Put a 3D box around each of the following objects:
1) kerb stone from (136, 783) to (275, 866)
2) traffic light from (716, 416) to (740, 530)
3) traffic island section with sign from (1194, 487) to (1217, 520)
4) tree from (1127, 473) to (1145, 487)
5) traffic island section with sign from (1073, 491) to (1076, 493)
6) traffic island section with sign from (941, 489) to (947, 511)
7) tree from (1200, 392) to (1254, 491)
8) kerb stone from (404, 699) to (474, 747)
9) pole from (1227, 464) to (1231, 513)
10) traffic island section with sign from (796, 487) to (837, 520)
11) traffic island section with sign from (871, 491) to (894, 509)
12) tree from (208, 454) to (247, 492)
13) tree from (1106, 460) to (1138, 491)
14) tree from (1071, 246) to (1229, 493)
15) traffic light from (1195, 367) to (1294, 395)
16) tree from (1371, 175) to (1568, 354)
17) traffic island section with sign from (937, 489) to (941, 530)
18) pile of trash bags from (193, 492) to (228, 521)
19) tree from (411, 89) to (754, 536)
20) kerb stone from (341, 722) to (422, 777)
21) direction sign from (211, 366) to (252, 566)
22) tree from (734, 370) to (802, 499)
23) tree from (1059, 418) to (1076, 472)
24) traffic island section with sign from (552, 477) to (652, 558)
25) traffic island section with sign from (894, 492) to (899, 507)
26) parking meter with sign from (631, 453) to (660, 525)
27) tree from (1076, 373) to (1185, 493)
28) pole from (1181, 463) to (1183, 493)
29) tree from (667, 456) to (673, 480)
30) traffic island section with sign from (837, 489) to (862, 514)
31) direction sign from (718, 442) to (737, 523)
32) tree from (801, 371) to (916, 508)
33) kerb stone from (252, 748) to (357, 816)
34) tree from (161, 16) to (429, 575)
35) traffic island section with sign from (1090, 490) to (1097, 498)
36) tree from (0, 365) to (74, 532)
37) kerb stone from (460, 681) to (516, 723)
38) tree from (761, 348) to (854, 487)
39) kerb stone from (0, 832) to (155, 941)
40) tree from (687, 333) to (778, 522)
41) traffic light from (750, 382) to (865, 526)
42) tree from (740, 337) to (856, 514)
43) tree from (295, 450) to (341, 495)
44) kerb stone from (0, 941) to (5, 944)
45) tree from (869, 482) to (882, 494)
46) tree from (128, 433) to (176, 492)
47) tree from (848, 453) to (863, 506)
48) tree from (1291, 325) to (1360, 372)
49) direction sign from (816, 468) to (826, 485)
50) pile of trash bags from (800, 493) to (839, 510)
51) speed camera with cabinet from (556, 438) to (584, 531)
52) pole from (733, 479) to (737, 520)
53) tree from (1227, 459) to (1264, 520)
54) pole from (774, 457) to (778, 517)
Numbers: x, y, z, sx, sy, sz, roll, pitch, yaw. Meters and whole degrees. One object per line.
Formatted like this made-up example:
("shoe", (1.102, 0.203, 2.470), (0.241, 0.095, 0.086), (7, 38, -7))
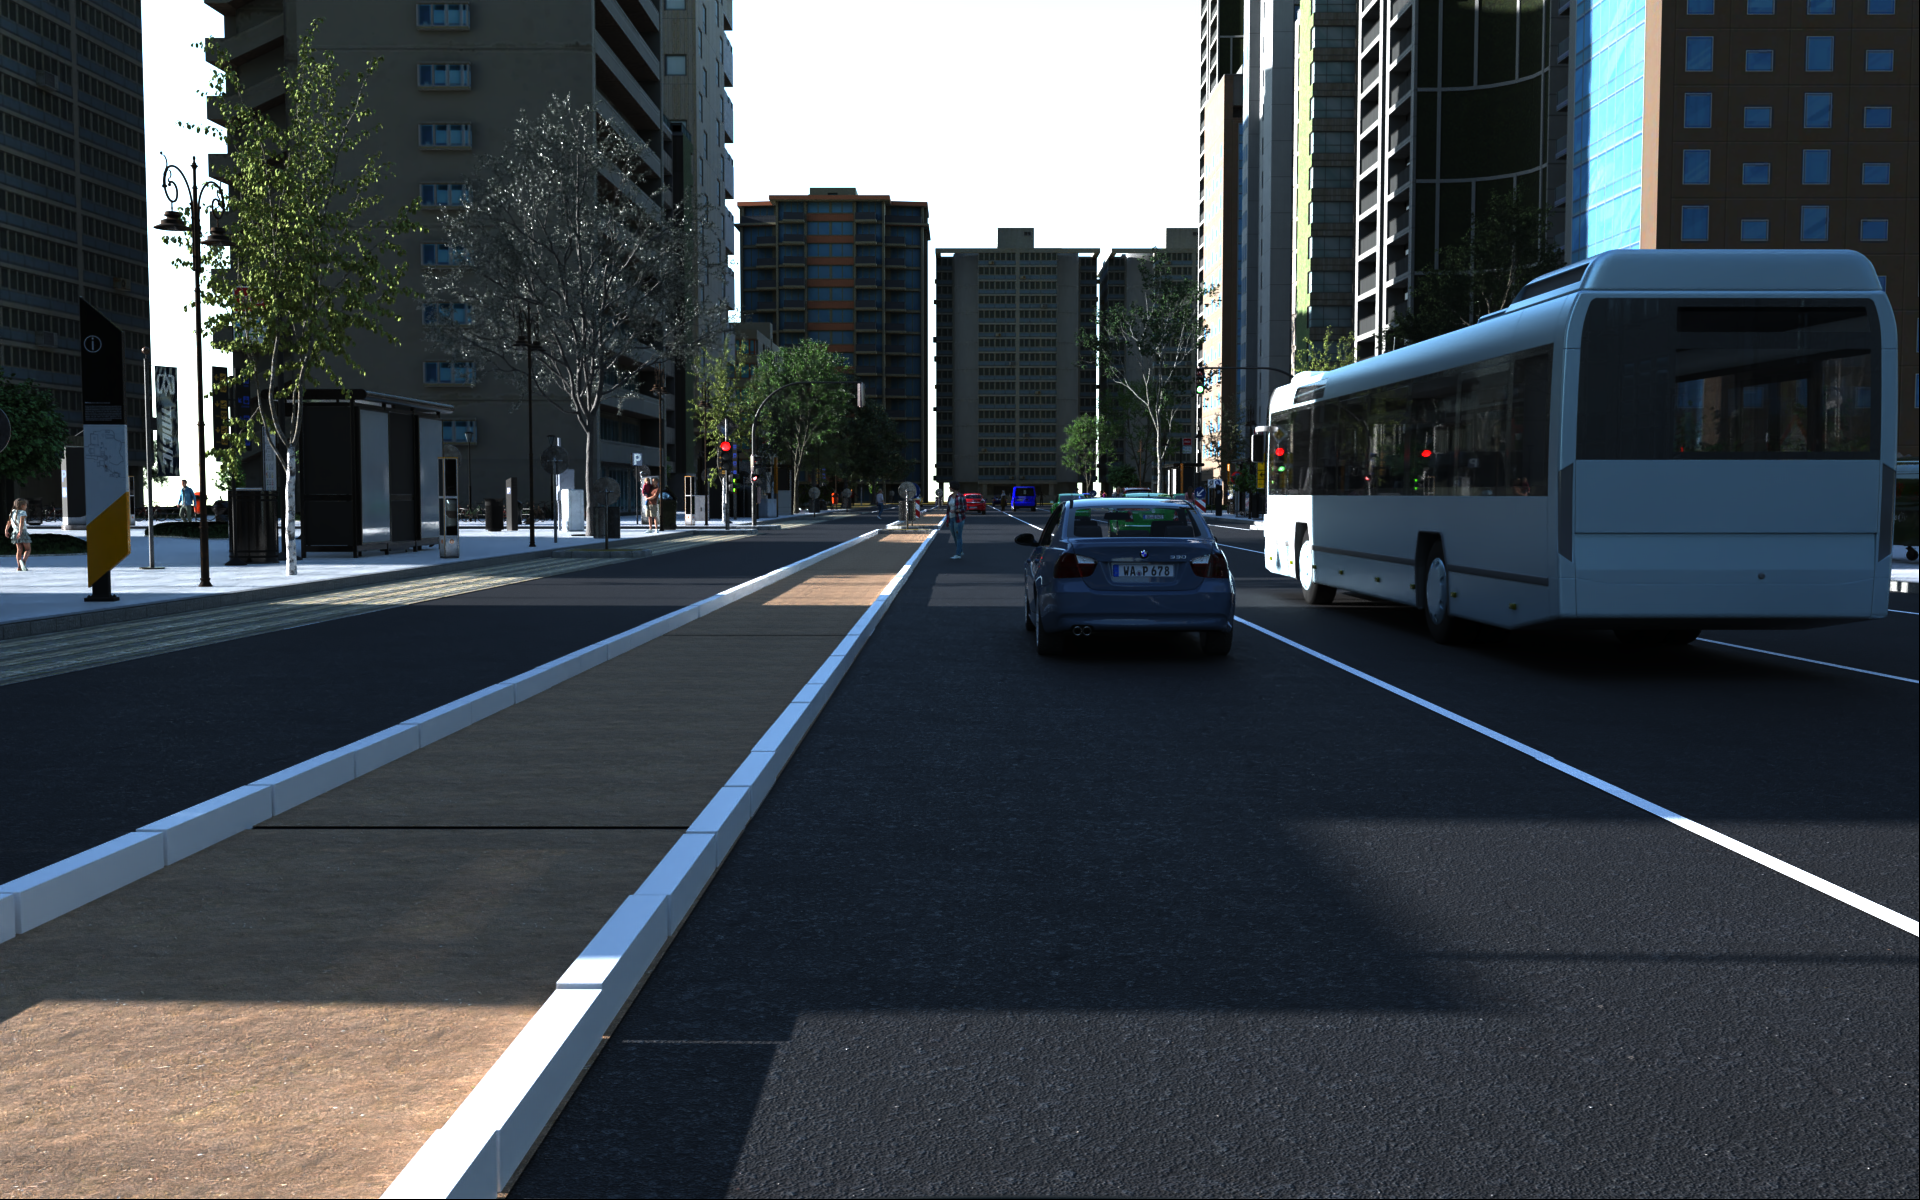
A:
("kerb stone", (-3.091, 0.922, 7.125), (0.120, 0.150, 1.000), (0, 3, 0))
("traffic light", (-8.328, -4.473, 62.062), (0.839, 4.253, 0.868), (0, 3, 0))
("traffic island section with sign", (12.936, -5.273, 94.844), (1.989, 1.847, 2.006), (0, 3, 0))
("tree", (16.277, -10.061, 159.097), (1.663, 3.219, 1.824), (0, 3, 0))
("traffic island section with sign", (13.147, -11.644, 199.001), (1.989, 1.847, 2.006), (0, 3, 0))
("traffic island section with sign", (-1.768, -8.369, 144.964), (2.006, 1.907, 1.989), (0, 3, 0))
("tree", (18.963, -10.532, 122.558), (4.360, 8.622, 3.978), (0, 3, 0))
("kerb stone", (-3.077, 0.734, 10.195), (0.120, 0.150, 1.000), (0, 3, 0))
("pole", (18.164, -7.535, 117.039), (0.158, 3.312, 0.155), (0, 3, 0))
("traffic island section with sign", (-7.978, -5.307, 95.390), (1.989, 1.847, 2.006), (0, 3, 0))
("traffic island section with sign", (-7.833, -10.000, 172.133), (1.989, 1.847, 2.006), (0, 3, 0))
("tree", (-31.764, -4.977, 75.973), (1.663, 3.219, 1.824), (0, 3, 0))
("tree", (15.725, -11.240, 167.487), (4.285, 4.588, 4.351), (0, 3, 0))
("tree", (14.717, -17.090, 135.313), (12.611, 20.169, 13.585), (0, 3, 0))
("traffic light", (10.742, -5.335, 61.900), (4.771, 5.953, 1.251), (0, 3, 0))
("tree", (15.535, -7.137, 51.108), (8.767, 10.594, 7.601), (-3, 5, -43))
("traffic island section with sign", (-1.902, -3.773, 69.825), (2.006, 1.907, 1.989), (0, 3, 0))
("pile of trash bags", (-30.657, -3.838, 72.510), (3.447, 1.369, 1.912), (1, 4, 16))
("tree", (-11.372, -8.709, 52.764), (12.009, 13.543, 11.850), (0, 3, 0))
("kerb stone", (-3.083, 0.801, 9.173), (0.120, 0.150, 1.000), (0, 3, 0))
("direction sign", (-13.045, -2.391, 31.093), (0.379, 3.537, 0.876), (1, 4, 22))
("tree", (-11.321, -9.316, 102.684), (4.360, 8.622, 3.978), (0, 3, 0))
("tree", (16.288, -17.899, 218.396), (9.928, 11.665, 9.643), (0, 3, 0))
("traffic island section with sign", (-8.083, -1.881, 39.374), (1.989, 1.847, 2.006), (0, 3, 0))
("traffic island section with sign", (-7.770, -11.671, 199.450), (1.989, 1.847, 2.006), (0, 3, 0))
("parking meter with sign", (-13.018, -4.679, 72.770), (1.738, 3.016, 0.543), (3, 4, 38))
("tree", (15.800, -13.750, 150.569), (9.928, 11.665, 9.643), (0, 3, 0))
("pole", (14.792, -7.438, 115.455), (0.158, 3.312, 0.155), (0, 3, 0))
("tree", (-21.193, -8.196, 117.721), (4.285, 4.588, 4.351), (0, 3, 0))
("traffic island section with sign", (-7.935, -6.968, 122.550), (1.989, 1.847, 2.006), (0, 3, 0))
("direction sign", (-10.117, -5.111, 75.560), (0.876, 3.537, 0.379), (1, 4, 16))
("tree", (-10.555, -14.840, 159.646), (9.611, 12.733, 9.660), (0, 3, 0))
("kerb stone", (-3.086, 0.859, 8.151), (0.120, 0.150, 1.000), (0, 3, 0))
("tree", (-10.630, -4.718, 27.496), (4.737, 8.622, 4.395), (0, 3, 0))
("traffic island section with sign", (13.089, -9.986, 171.891), (1.989, 1.847, 2.006), (0, 3, 0))
("tree", (-24.266, -3.684, 43.941), (4.285, 4.588, 4.351), (0, 3, 0))
("kerb stone", (-3.080, 0.673, 11.217), (0.120, 0.150, 1.000), (0, 3, 0))
("tree", (-11.632, -13.136, 132.895), (7.486, 12.596, 7.792), (0, 3, 0))
("kerb stone", (-3.094, 0.989, 6.097), (0.120, 0.150, 1.000), (0, 3, 0))
("tree", (-10.798, -7.936, 80.121), (4.737, 8.622, 4.395), (0, 3, 0))
("traffic light", (-6.220, -5.836, 70.078), (4.771, 5.953, 1.251), (0, 3, 0))
("tree", (-10.587, -11.472, 113.326), (9.928, 11.665, 9.643), (0, 3, 0))
("tree", (-26.154, -5.453, 72.876), (4.285, 4.588, 4.351), (0, 3, 0))
("kerb stone", (-3.097, 1.048, 5.064), (0.120, 0.150, 1.000), (0, 3, 0))
("tree", (-10.924, -13.674, 218.172), (1.663, 3.219, 1.824), (0, 3, 0))
("tree", (-66.240, -9.970, 125.919), (11.467, 7.101, 20.602), (0, 4, 1))
("tree", (-10.879, -14.505, 187.525), (4.737, 8.622, 4.395), (0, 3, 0))
("tree", (16.403, -7.721, 76.593), (4.737, 8.622, 4.395), (0, 3, 0))
("direction sign", (-11.633, -9.344, 144.774), (0.876, 3.537, 0.379), (1, 4, 12))
("pile of trash bags", (-11.240, -7.873, 138.483), (3.447, 1.369, 1.912), (-2, 4, -32))
("speed camera with cabinet", (-13.597, -4.034, 60.288), (0.660, 3.252, 2.038), (-2, 4, -25))
("pole", (-11.284, -5.687, 86.819), (0.158, 3.312, 0.155), (0, 3, 0))
("tree", (15.654, -6.153, 95.205), (1.663, 3.219, 1.824), (0, 3, 0))
("pole", (-10.211, -6.257, 96.144), (0.158, 3.312, 0.155), (0, 3, 0))
